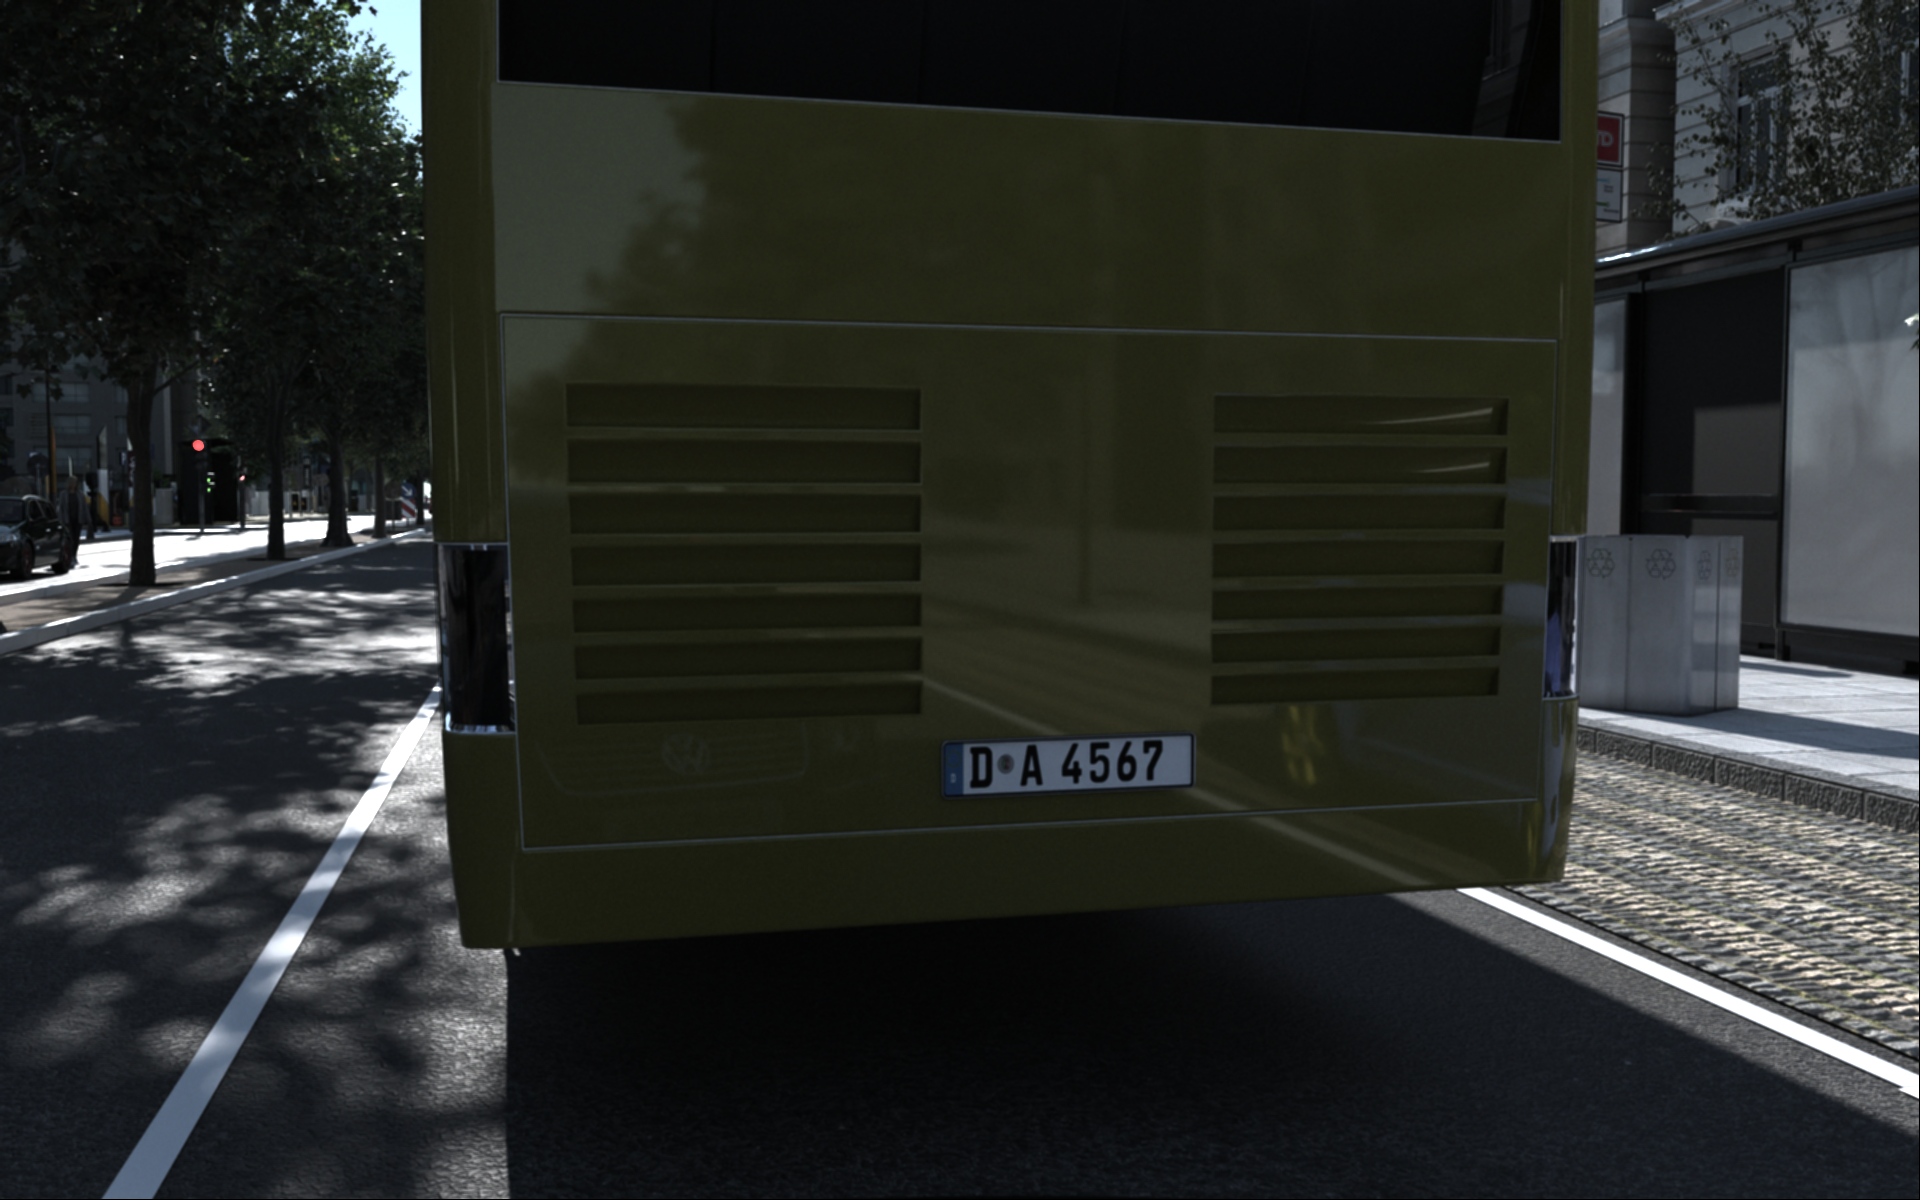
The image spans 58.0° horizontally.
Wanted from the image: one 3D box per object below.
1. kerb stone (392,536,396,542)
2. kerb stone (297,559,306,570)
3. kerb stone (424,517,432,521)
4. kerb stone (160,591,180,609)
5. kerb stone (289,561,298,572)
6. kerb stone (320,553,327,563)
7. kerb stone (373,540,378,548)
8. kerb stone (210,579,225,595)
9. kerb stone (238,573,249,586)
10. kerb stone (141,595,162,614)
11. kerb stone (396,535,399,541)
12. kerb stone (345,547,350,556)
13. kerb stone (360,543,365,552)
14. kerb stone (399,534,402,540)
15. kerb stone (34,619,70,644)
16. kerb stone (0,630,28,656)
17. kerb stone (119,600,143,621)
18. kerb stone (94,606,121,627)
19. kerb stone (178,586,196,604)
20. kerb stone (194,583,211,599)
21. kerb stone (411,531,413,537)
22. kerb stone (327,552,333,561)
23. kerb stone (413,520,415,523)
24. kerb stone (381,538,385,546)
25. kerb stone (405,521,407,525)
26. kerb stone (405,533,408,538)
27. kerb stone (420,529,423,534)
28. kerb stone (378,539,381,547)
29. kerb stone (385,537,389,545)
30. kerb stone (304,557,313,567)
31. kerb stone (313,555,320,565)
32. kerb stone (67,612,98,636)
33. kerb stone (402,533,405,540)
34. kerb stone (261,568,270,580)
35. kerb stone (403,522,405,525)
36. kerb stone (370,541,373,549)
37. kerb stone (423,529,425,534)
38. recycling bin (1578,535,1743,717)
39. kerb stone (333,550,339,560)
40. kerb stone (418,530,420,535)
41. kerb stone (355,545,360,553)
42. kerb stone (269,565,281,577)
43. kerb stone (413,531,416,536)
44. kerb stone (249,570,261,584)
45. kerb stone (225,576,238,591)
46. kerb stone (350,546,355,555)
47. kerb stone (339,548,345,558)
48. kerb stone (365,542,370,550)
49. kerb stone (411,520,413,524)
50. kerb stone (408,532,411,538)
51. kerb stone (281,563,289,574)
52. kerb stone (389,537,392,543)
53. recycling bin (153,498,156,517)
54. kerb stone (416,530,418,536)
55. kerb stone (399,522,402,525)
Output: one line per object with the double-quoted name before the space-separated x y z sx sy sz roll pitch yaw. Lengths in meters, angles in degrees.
"kerb stone" -16.784 -1.757 50.927 0.120 0.150 1.000 -1 4 -13
"kerb stone" -12.627 -0.656 32.929 0.120 0.150 1.000 -1 4 -13
"kerb stone" -28.862 -4.387 93.916 0.120 0.150 1.000 -1 4 -13
"kerb stone" -10.092 0.015 21.952 0.120 0.150 1.000 -1 4 -13
"kerb stone" -12.400 -0.596 31.932 0.120 0.150 1.000 -1 4 -13
"kerb stone" -13.316 -0.840 35.925 0.120 0.150 1.000 -1 4 -13
"kerb stone" -15.630 -1.448 45.935 0.120 0.150 1.000 -1 4 -13
"kerb stone" -10.779 -0.168 24.940 0.120 0.150 1.000 -1 4 -13
"kerb stone" -11.246 -0.286 26.942 0.120 0.150 1.000 -1 4 -13
"kerb stone" -9.857 0.077 20.941 0.120 0.150 1.000 -1 4 -13
"kerb stone" -17.010 -1.813 51.928 0.120 0.150 1.000 -1 4 -13
"kerb stone" -14.244 -1.084 39.921 0.120 0.150 1.000 -1 4 -13
"kerb stone" -14.932 -1.268 42.928 0.120 0.150 1.000 -1 4 -13
"kerb stone" -17.240 -1.880 52.925 0.120 0.150 1.000 -1 4 -13
"kerb stone" -8.945 0.321 16.950 0.120 0.150 1.000 -1 4 -13
"kerb stone" -8.709 0.382 15.949 0.120 0.150 1.000 -1 4 -13
"kerb stone" -9.626 0.138 19.944 0.120 0.150 1.000 -1 4 -13
"kerb stone" -9.401 0.199 18.947 0.120 0.150 1.000 -1 4 -13
"kerb stone" -10.324 -0.046 22.947 0.120 0.150 1.000 -1 4 -13
"kerb stone" -10.556 -0.107 23.942 0.120 0.150 1.000 -1 4 -13
"kerb stone" -18.164 -2.124 56.923 0.120 0.150 1.000 -1 4 -13
"kerb stone" -13.551 -0.901 36.919 0.120 0.150 1.000 -1 4 -13
"kerb stone" -26.320 -3.713 82.903 0.120 0.150 1.000 -1 4 -13
"kerb stone" -16.088 -1.570 47.933 0.120 0.150 1.000 -1 4 -13
"kerb stone" -25.403 -3.469 78.910 0.120 0.150 1.000 -1 4 -13
"kerb stone" -17.703 -2.002 54.931 0.120 0.150 1.000 -1 4 -13
"kerb stone" -19.090 -2.368 60.913 0.120 0.150 1.000 -1 4 -13
"kerb stone" -15.862 -1.513 46.933 0.120 0.150 1.000 -1 4 -13
"kerb stone" -16.315 -1.635 48.929 0.120 0.150 1.000 -1 4 -13
"kerb stone" -12.858 -0.718 33.928 0.120 0.150 1.000 -1 4 -13
"kerb stone" -13.090 -0.779 34.928 0.120 0.150 1.000 -1 4 -13
"kerb stone" -9.164 0.259 17.953 0.120 0.150 1.000 -1 4 -13
"kerb stone" -17.477 -1.936 53.932 0.120 0.150 1.000 -1 4 -13
"kerb stone" -11.713 -0.412 28.941 0.120 0.150 1.000 -1 4 -13
"kerb stone" -25.167 -3.408 77.913 0.120 0.150 1.000 -1 4 -13
"kerb stone" -15.402 -1.391 44.936 0.120 0.150 1.000 -1 4 -13
"kerb stone" -19.318 -2.427 61.910 0.120 0.150 1.000 -1 4 -13
"recycling bin" 4.189 0.132 10.400 0.722 1.027 0.722 -3 5 -42
"kerb stone" -13.776 -0.959 37.918 0.120 0.150 1.000 -1 4 -13
"kerb stone" -18.859 -2.305 59.912 0.120 0.150 1.000 -1 4 -13
"kerb stone" -14.709 -1.205 41.923 0.120 0.150 1.000 -1 4 -13
"kerb stone" -11.932 -0.474 29.940 0.120 0.150 1.000 -1 4 -13
"kerb stone" -18.393 -2.185 57.920 0.120 0.150 1.000 -1 4 -13
"kerb stone" -11.473 -0.351 27.942 0.120 0.150 1.000 -1 4 -13
"kerb stone" -11.010 -0.228 25.936 0.120 0.150 1.000 -1 4 -13
"kerb stone" -14.472 -1.145 40.922 0.120 0.150 1.000 -1 4 -13
"kerb stone" -14.007 -1.023 38.926 0.120 0.150 1.000 -1 4 -13
"kerb stone" -15.159 -1.329 43.928 0.120 0.150 1.000 -1 4 -13
"kerb stone" -26.089 -3.652 81.906 0.120 0.150 1.000 -1 4 -13
"kerb stone" -17.931 -2.061 55.927 0.120 0.150 1.000 -1 4 -13
"kerb stone" -12.170 -0.535 30.936 0.120 0.150 1.000 -1 4 -13
"kerb stone" -16.550 -1.696 49.932 0.120 0.150 1.000 -1 4 -13
"recycling bin" -45.782 -5.281 98.904 0.722 1.027 0.722 -3 4 -38
"kerb stone" -18.628 -2.242 58.915 0.120 0.150 1.000 -1 4 -13
"kerb stone" -24.702 -3.278 75.922 0.120 0.150 1.000 -1 4 -13
